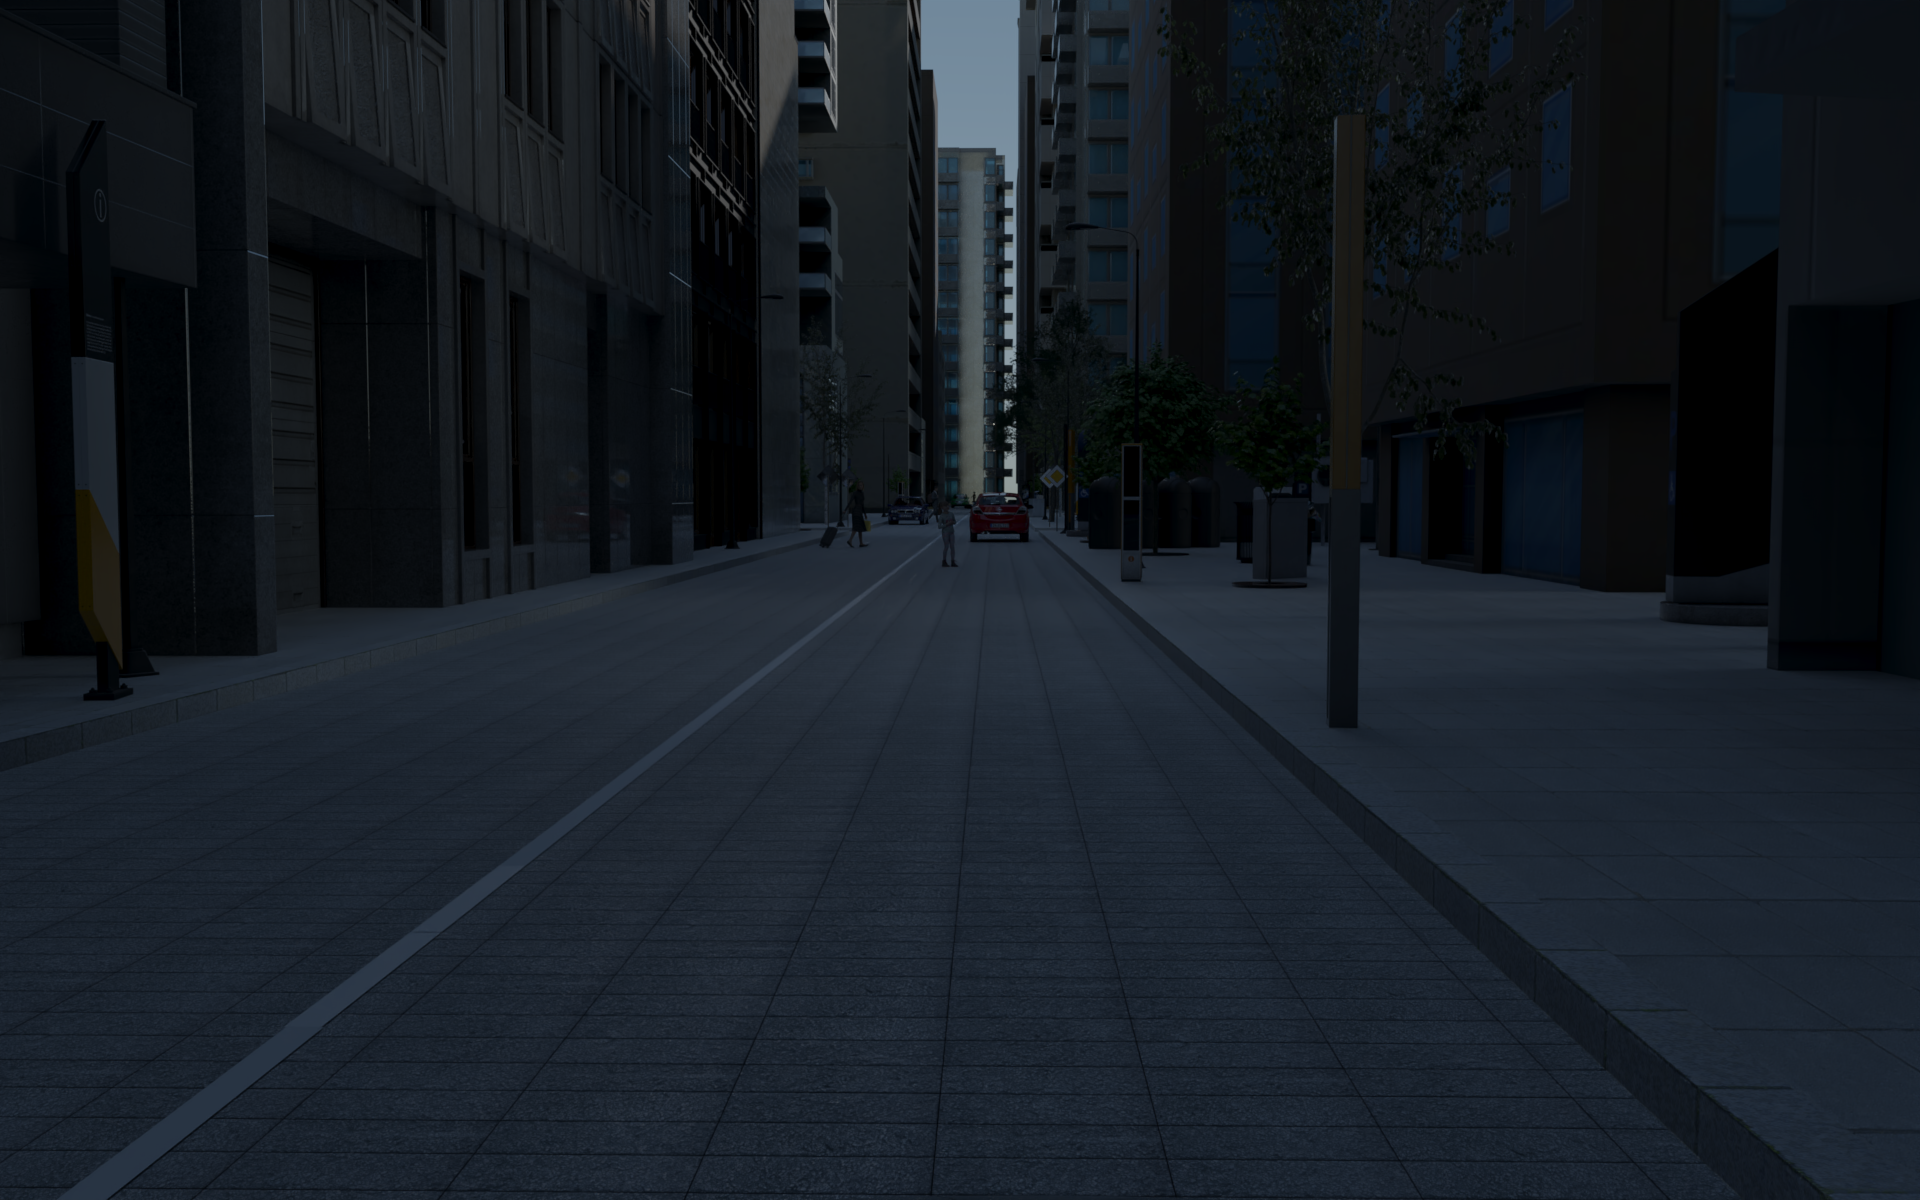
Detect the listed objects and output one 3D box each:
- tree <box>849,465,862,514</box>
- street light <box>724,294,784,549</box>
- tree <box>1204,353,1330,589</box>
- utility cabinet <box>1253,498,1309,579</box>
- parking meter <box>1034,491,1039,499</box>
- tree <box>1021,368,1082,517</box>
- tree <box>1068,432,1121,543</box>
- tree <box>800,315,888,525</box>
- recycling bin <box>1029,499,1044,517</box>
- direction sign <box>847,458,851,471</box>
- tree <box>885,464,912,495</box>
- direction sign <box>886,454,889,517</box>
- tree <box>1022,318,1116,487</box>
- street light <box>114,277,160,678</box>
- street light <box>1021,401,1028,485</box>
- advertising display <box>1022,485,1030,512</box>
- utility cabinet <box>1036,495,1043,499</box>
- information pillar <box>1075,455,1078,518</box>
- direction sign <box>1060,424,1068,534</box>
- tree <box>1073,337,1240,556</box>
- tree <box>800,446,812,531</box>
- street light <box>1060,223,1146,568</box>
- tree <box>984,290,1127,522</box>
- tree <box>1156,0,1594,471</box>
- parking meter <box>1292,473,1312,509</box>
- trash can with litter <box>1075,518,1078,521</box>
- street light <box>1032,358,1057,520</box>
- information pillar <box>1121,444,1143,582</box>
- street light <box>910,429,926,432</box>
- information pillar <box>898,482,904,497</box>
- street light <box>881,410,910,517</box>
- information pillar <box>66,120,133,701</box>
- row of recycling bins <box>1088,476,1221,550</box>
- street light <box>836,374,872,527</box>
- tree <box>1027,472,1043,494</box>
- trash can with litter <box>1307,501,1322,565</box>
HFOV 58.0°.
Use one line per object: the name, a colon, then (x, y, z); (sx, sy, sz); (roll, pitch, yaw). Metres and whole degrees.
tree: (-7.196, -7.229, 112.802); (1.663, 3.219, 1.824); (0, 3, 0)
street light: (-4.790, -4.148, 40.364); (1.470, 5.913, 1.316); (0, 4, 1)
tree: (4.411, -1.788, 23.835); (1.663, 3.219, 1.824); (0, 3, 0)
utility cabinet: (4.883, -0.934, 26.429); (1.020, 1.237, 0.306); (-3, 5, -42)
parking meter: (5.917, -7.655, 133.568); (0.372, 1.533, 0.369); (0, 3, 0)
tree: (5.431, -8.998, 97.486); (4.737, 8.622, 4.395); (0, 3, 0)
tree: (3.623, -3.128, 45.750); (1.663, 3.219, 1.824); (0, 3, 0)
tree: (-5.346, -7.449, 72.151); (4.360, 8.622, 3.978); (0, 3, 0)
recycling bin: (4.239, -5.069, 95.430); (0.722, 1.027, 0.722); (-1, 4, -17)
direction sign: (-7.161, -7.172, 109.256); (0.379, 3.537, 0.876); (2, 4, 33)
tree: (-4.080, -7.196, 112.249); (1.663, 3.219, 1.824); (0, 3, 0)
direction sign: (-4.066, -6.533, 98.819); (0.379, 3.537, 0.876); (0, 4, -1)
tree: (4.801, -7.423, 71.728); (4.360, 8.622, 3.978); (0, 3, 0)
street light: (-5.319, -2.416, 12.045); (1.470, 5.913, 1.316); (0, 4, 1)
street light: (3.704, -6.946, 86.104); (1.470, 5.913, 1.316); (0, 4, 1)
advertising display: (4.562, -6.993, 119.541); (0.123, 1.923, 0.974); (-2, 4, -26)
utility cabinet: (5.124, -6.118, 111.195); (0.306, 1.237, 1.020); (0, 4, -6)
information pillar: (6.381, -6.145, 91.827); (0.504, 3.616, 0.183); (0, 4, -7)
direction sign: (3.418, -3.917, 56.040); (0.379, 3.537, 0.876); (1, 4, 11)
tree: (4.058, -3.226, 36.462); (4.285, 4.588, 4.351); (0, 3, 0)
tree: (-5.709, -4.051, 60.828); (1.663, 3.219, 1.824); (0, 3, 0)
street light: (2.499, -3.502, 29.804); (1.470, 5.913, 1.316); (0, 4, 1)
tree: (4.511, -8.847, 79.063); (7.601, 10.594, 8.767); (1, 4, 22)
tree: (3.948, -4.108, 17.521); (4.360, 8.622, 3.978); (0, 3, 0)
parking meter: (7.013, -1.826, 35.567); (0.399, 1.863, 0.255); (1, 4, 10)
trash can with litter: (6.105, -4.406, 83.089); (1.678, 1.210, 2.233); (-2, 4, -31)
street light: (3.152, -5.303, 59.249); (1.470, 5.913, 1.316); (0, 4, 1)
information pillar: (2.518, -1.277, 25.369); (0.304, 2.012, 0.304); (1, 4, 8)
street light: (-3.089, -9.220, 123.293); (1.470, 5.913, 1.316); (0, 4, 1)
information pillar: (-3.529, -6.063, 103.621); (0.304, 2.012, 0.304); (1, 4, 16)
street light: (-3.658, -7.524, 95.564); (1.470, 5.913, 1.316); (0, 4, 1)
information pillar: (-5.354, -1.185, 10.722); (0.183, 3.616, 0.504); (0, 4, -7)
row of recycling bins: (4.672, -2.075, 41.043); (3.534, 1.692, 1.069); (-2, 4, -28)
street light: (-4.108, -5.799, 67.355); (1.470, 5.913, 1.316); (0, 4, 1)
tree: (6.534, -9.262, 146.035); (1.663, 3.219, 1.824); (0, 3, 0)
trash can with litter: (5.899, -1.203, 31.064); (1.055, 1.170, 0.624); (-1, 4, -22)
